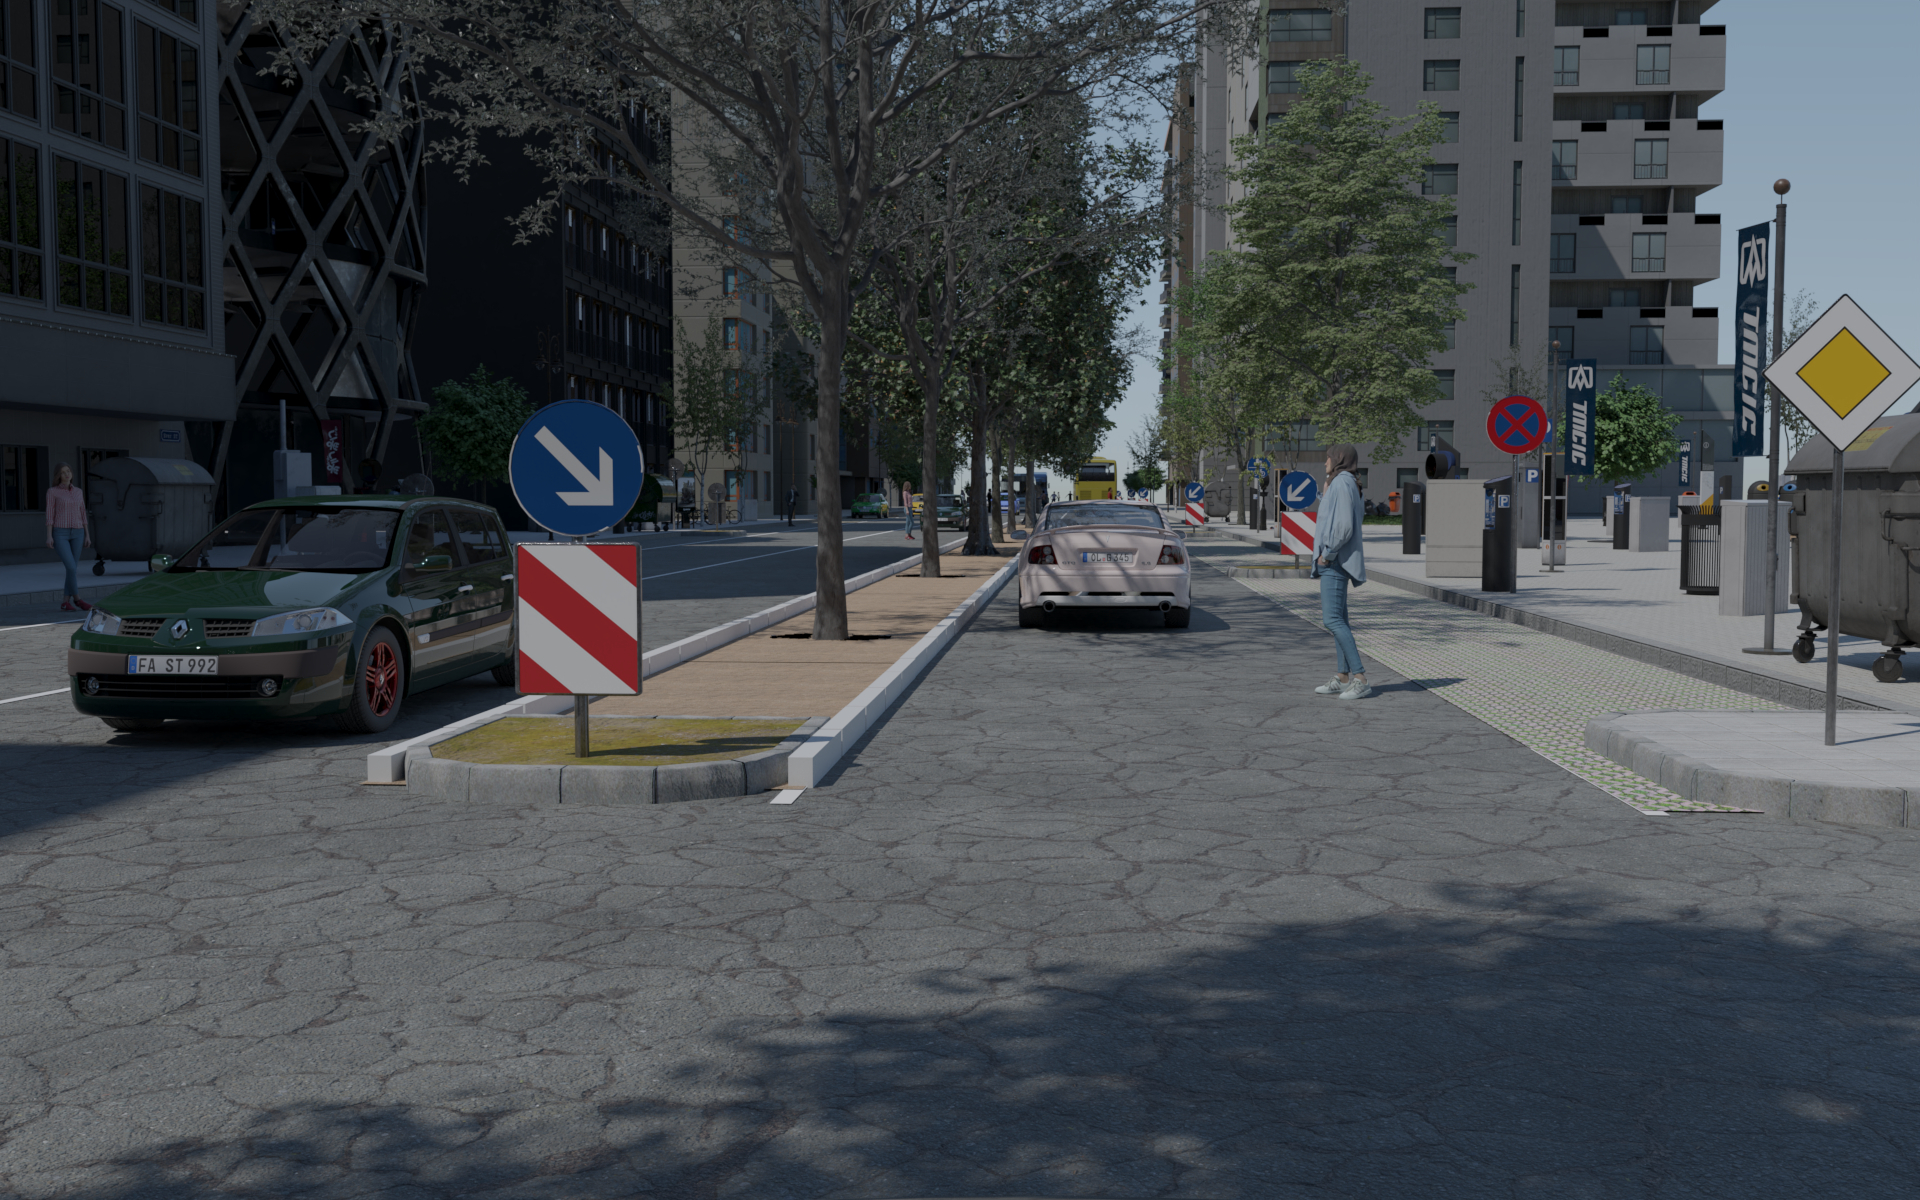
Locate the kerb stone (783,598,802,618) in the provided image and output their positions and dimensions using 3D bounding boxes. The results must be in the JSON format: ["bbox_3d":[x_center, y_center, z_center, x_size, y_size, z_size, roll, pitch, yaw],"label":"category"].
[{"bbox_3d":[-2.019,0.117,20.290,0.120,0.150,1.000,0,4,4],"label":"kerb stone"}]

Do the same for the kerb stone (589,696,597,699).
[{"bbox_3d":[-2.617,0.616,12.123,0.120,0.150,1.000,0,4,4],"label":"kerb stone"}]

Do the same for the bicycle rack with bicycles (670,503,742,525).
[{"bbox_3d":[-10.836,-3.623,72.617,2.925,0.926,2.852,0,4,6],"label":"bicycle rack with bicycles"}]

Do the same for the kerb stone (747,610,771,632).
[{"bbox_3d":[-2.172,0.245,18.251,0.120,0.150,1.000,0,4,4],"label":"kerb stone"}]

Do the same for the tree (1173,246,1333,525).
[{"bbox_3d":[11.790,-8.928,71.724,9.928,11.665,9.643,0,3,0],"label":"tree"}]

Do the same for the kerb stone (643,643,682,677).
[{"bbox_3d":[-2.468,0.492,14.162,0.120,0.150,1.000,0,4,4],"label":"kerb stone"}]

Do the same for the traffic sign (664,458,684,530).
[{"bbox_3d":[-10.149,-3.750,61.411,0.768,2.556,0.104,1,4,11],"label":"traffic sign"}]

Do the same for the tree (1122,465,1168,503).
[{"bbox_3d":[20.523,-13.098,197.871,4.285,4.588,4.351,0,3,0],"label":"tree"}]

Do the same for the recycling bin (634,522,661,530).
[{"bbox_3d":[-11.104,-2.994,61.504,0.722,1.027,0.722,3,5,39],"label":"recycling bin"}]

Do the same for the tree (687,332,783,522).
[{"bbox_3d":[-10.051,-7.800,77.890,4.360,8.622,3.978,0,3,0],"label":"tree"}]

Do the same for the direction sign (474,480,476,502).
[{"bbox_3d":[-15.451,-3.862,55.142,0.876,3.537,0.379,1,4,9],"label":"direction sign"}]

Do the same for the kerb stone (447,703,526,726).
[{"bbox_3d":[-2.762,0.747,10.080,0.120,0.150,1.000,0,4,4],"label":"kerb stone"}]

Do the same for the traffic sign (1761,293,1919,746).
[{"bbox_3d":[4.438,-0.314,8.777,0.795,2.450,0.064,0,4,4],"label":"traffic sign"}]

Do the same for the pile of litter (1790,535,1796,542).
[{"bbox_3d":[21.934,-1.996,46.600,1.719,0.858,1.176,0,4,1],"label":"pile of litter"}]

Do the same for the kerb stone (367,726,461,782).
[{"bbox_3d":[-2.832,0.812,9.056,0.120,0.150,1.000,0,4,4],"label":"kerb stone"}]

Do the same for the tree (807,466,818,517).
[{"bbox_3d":[-7.739,-6.398,99.212,1.663,3.219,1.824,0,3,0],"label":"tree"}]

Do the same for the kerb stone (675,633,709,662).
[{"bbox_3d":[-2.395,0.431,15.193,0.120,0.150,1.000,0,4,4],"label":"kerb stone"}]

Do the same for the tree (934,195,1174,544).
[{"bbox_3d":[0.989,-7.457,50.139,9.928,11.665,9.643,0,3,0],"label":"tree"}]

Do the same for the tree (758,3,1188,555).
[{"bbox_3d":[0.439,-7.389,40.269,9.611,12.733,9.660,0,3,0],"label":"tree"}]

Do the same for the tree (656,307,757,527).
[{"bbox_3d":[-10.144,-7.210,68.250,4.737,8.622,4.395,0,3,0],"label":"tree"}]

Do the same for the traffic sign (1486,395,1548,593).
[{"bbox_3d":[7.165,-1.361,22.352,0.768,2.556,0.104,1,4,11],"label":"traffic sign"}]

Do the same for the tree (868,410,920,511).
[{"bbox_3d":[-5.211,-11.107,131.956,4.737,8.622,4.395,0,3,0],"label":"tree"}]

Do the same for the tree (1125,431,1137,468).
[{"bbox_3d":[16.986,-12.459,154.065,4.737,8.622,4.395,0,3,0],"label":"tree"}]

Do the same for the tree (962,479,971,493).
[{"bbox_3d":[1.060,-13.815,220.470,1.663,3.219,1.824,0,3,0],"label":"tree"}]

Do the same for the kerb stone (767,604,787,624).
[{"bbox_3d":[-2.094,0.182,19.270,0.120,0.150,1.000,0,4,4],"label":"kerb stone"}]

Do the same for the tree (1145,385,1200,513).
[{"bbox_3d":[14.477,-10.129,115.964,4.360,8.622,3.978,0,3,0],"label":"tree"}]

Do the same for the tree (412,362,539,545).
[{"bbox_3d":[-11.945,-3.648,43.361,4.285,4.588,4.351,0,3,0],"label":"tree"}]

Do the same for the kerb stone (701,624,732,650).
[{"bbox_3d":[-2.323,0.366,16.212,0.120,0.150,1.000,0,4,4],"label":"kerb stone"}]

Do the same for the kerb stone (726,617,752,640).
[{"bbox_3d":[-2.254,0.305,17.232,0.120,0.150,1.000,0,4,4],"label":"kerb stone"}]

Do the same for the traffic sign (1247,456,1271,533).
[{"bbox_3d":[9.790,-3.466,56.782,0.768,2.556,0.104,1,4,9],"label":"traffic sign"}]

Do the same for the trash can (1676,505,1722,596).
[{"bbox_3d":[9.508,-0.637,22.065,0.748,1.137,0.748,0,3,0],"label":"trash can"}]

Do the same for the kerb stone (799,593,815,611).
[{"bbox_3d":[-1.952,0.054,21.310,0.120,0.150,1.000,0,4,4],"label":"kerb stone"}]

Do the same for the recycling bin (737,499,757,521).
[{"bbox_3d":[-10.048,-4.236,81.814,0.722,1.027,0.722,-2,4,-35],"label":"recycling bin"}]

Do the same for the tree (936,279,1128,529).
[{"bbox_3d":[2.973,-9.194,70.906,7.486,12.596,7.792,0,3,0],"label":"tree"}]

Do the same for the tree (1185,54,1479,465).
[{"bbox_3d":[9.902,-7.817,45.939,7.486,12.596,7.792,0,3,0],"label":"tree"}]

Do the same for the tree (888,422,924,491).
[{"bbox_3d":[-3.332,-14.926,162.161,7.486,12.596,7.792,0,3,0],"label":"tree"}]

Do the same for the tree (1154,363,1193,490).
[{"bbox_3d":[12.609,-8.083,82.524,4.737,8.622,4.395,0,3,0],"label":"tree"}]

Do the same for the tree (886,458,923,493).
[{"bbox_3d":[-4.658,-10.071,148.381,4.285,4.588,4.351,0,3,0],"label":"tree"}]

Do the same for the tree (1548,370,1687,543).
[{"bbox_3d":[17.468,-3.816,46.106,4.285,4.588,4.351,0,3,0],"label":"tree"}]

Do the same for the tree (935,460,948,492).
[{"bbox_3d":[-2.678,-14.147,181.659,4.360,8.622,3.978,0,3,0],"label":"tree"}]

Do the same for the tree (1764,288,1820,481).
[{"bbox_3d":[29.763,-6.791,61.399,4.360,8.622,3.978,0,3,0],"label":"tree"}]

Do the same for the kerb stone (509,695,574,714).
[{"bbox_3d":[-2.684,0.679,11.101,0.120,0.150,1.000,0,4,4],"label":"kerb stone"}]

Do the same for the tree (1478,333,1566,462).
[{"bbox_3d":[26.215,-7.933,80.068,4.360,8.622,3.978,0,3,0],"label":"tree"}]

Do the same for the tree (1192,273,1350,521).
[{"bbox_3d":[10.157,-6.308,53.493,4.737,8.622,4.395,0,3,0],"label":"tree"}]

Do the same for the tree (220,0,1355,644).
[{"bbox_3d":[-1.295,-6.358,16.787,12.009,13.543,11.850,0,3,0],"label":"tree"}]

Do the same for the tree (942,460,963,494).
[{"bbox_3d":[-1.223,-15.120,197.581,4.737,8.622,4.395,0,3,0],"label":"tree"}]

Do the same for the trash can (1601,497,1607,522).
[{"bbox_3d":[28.765,-3.975,76.652,0.748,1.137,0.748,0,3,0],"label":"trash can"}]

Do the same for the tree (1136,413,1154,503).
[{"bbox_3d":[12.583,-8.779,93.901,4.737,8.622,4.395,0,3,0],"label":"tree"}]

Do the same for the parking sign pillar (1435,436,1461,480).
[{"bbox_3d":[21.700,-5.442,77.447,1.447,3.967,1.447,-3,4,-37],"label":"parking sign pillar"}]

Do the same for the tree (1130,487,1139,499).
[{"bbox_3d":[20.696,-12.688,202.043,1.663,3.219,1.824,0,3,0],"label":"tree"}]
